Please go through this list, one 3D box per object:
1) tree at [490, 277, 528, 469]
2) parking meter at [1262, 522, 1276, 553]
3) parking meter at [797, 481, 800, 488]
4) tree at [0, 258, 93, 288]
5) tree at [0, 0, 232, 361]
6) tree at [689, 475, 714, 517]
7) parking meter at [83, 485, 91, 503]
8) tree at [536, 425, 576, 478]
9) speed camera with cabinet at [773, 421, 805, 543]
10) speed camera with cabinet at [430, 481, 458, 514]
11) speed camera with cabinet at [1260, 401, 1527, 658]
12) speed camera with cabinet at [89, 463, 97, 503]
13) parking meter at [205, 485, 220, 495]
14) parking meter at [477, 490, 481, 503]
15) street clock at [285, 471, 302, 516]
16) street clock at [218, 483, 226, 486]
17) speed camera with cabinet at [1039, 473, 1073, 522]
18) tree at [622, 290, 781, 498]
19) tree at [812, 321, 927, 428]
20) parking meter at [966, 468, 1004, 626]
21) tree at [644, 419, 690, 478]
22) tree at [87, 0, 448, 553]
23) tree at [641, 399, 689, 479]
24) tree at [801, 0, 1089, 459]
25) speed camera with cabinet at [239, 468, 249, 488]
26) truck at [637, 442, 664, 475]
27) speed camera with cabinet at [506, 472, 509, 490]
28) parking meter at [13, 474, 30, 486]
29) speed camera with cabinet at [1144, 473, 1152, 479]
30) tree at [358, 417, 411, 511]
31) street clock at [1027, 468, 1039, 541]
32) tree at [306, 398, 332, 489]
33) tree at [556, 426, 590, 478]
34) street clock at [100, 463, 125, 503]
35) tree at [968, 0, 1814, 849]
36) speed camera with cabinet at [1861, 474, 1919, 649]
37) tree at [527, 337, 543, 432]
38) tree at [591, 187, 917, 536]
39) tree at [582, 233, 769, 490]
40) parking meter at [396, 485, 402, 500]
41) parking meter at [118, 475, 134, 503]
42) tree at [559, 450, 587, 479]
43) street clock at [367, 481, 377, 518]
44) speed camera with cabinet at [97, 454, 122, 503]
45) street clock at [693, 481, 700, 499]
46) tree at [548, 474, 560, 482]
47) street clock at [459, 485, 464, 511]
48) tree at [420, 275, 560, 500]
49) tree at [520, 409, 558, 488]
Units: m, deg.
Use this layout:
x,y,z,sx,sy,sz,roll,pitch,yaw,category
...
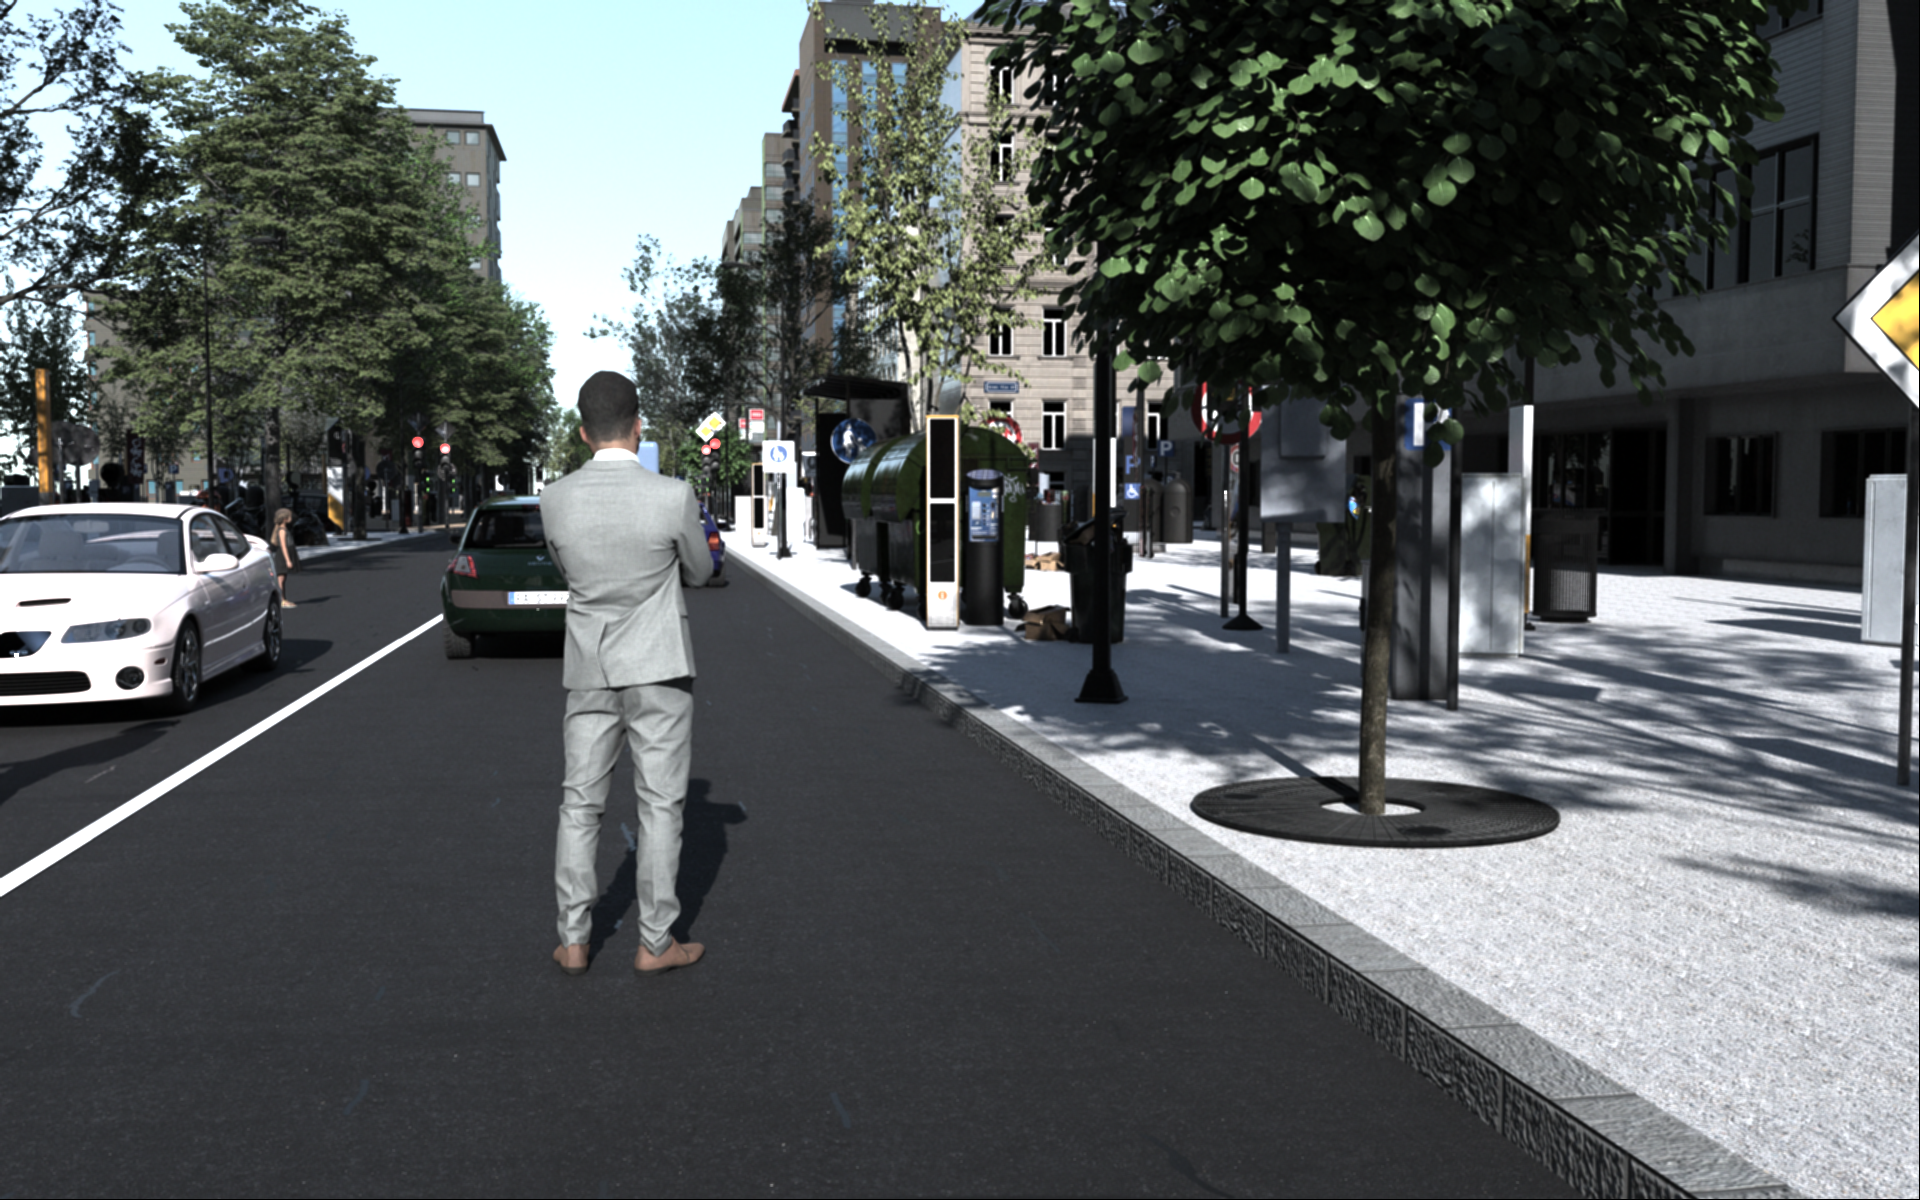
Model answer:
x,y,z,sx,sy,sz,roll,pitch,yaw,category
-22.212,-9.436,72.413,7.486,12.596,7.792,0,3,0,tree
6.692,-1.942,37.468,0.255,1.863,0.399,0,4,-1,parking meter
-6.380,-3.754,67.090,0.399,1.863,0.255,-1,4,-20,parking meter
-28.071,-6.258,52.686,4.737,8.622,4.395,0,3,0,tree
-13.579,-5.427,23.151,7.601,10.594,8.767,-1,4,-23,tree
-14.212,-6.149,95.140,1.663,3.219,1.824,0,3,0,tree
-56.141,-6.465,111.417,0.255,1.863,0.399,3,4,38,parking meter
-41.624,-13.925,178.032,4.737,8.622,4.395,0,3,0,tree
-4.595,-3.196,46.591,0.660,3.252,2.038,-1,4,-13,speed camera with cabinet
-33.150,-7.109,110.564,2.038,3.252,0.660,-2,4,-35,speed camera with cabinet
3.457,-1.196,13.894,2.038,3.252,0.660,1,4,11,speed camera with cabinet
-55.355,-7.135,110.986,0.660,3.252,2.038,-1,4,-17,speed camera with cabinet
-20.818,-2.437,48.264,0.372,1.533,0.369,0,3,0,parking meter
-29.682,-6.013,106.725,0.372,1.533,0.369,0,3,0,parking meter
-20.733,-3.021,53.958,0.358,2.002,0.471,2,4,28,street clock
-47.979,-6.612,112.672,0.471,2.002,0.358,1,4,8,street clock
4.008,-4.971,75.611,0.660,3.252,2.038,-3,5,-45,speed camera with cabinet
-15.783,-11.863,104.330,12.009,13.543,11.850,0,3,0,tree
-3.632,-7.485,72.748,4.360,8.622,3.978,0,3,0,tree
0.243,-0.524,16.977,0.372,1.533,0.369,0,3,0,parking meter
-25.232,-12.316,151.729,4.737,8.622,4.395,0,3,0,tree
-14.722,-7.329,37.962,7.486,12.596,7.792,0,3,0,tree
-34.698,-17.641,206.563,7.486,12.596,7.792,0,3,0,tree
-0.395,-4.520,24.268,4.737,8.622,4.395,0,3,0,tree
-48.740,-7.570,118.103,0.660,3.252,2.038,-2,4,-25,speed camera with cabinet
-15.444,-5.696,82.886,2.967,4.110,18.799,-1,4,-11,truck
-31.528,-7.732,120.759,0.660,3.252,2.038,0,4,-5,speed camera with cabinet
-26.900,-2.692,49.725,0.399,1.863,0.255,0,4,1,parking meter
7.881,-4.980,75.759,0.660,3.252,2.038,1,4,20,speed camera with cabinet
-43.927,-11.149,132.644,4.360,8.622,3.978,0,3,0,tree
1.983,-2.618,47.372,0.358,2.002,0.471,-1,4,-12,street clock
-40.008,-9.561,106.688,4.360,8.622,3.978,0,3,0,tree
-50.810,-18.199,231.964,7.601,10.594,8.767,-1,4,-11,tree
-19.674,-2.183,40.255,0.471,2.002,0.358,0,4,2,street clock
1.598,-1.410,6.775,4.285,4.588,4.351,0,3,0,tree
8.735,-1.251,14.789,2.038,3.252,0.660,-1,4,-20,speed camera with cabinet
-24.962,-10.448,88.954,7.486,12.596,7.792,0,3,0,tree
-5.363,-7.233,52.674,7.601,10.594,8.767,2,4,27,tree
-20.669,-16.577,126.928,12.611,20.169,13.585,0,3,0,tree
-36.966,-6.637,114.218,0.255,1.863,0.399,2,4,31,parking meter
-23.953,-2.695,49.774,0.399,1.863,0.255,-1,4,-20,parking meter
-59.615,-21.992,276.570,9.611,12.733,9.660,0,3,0,tree
-31.512,-5.398,92.832,0.471,2.002,0.358,-3,5,-44,street clock
-40.727,-5.470,83.762,0.660,3.252,2.038,0,4,1,speed camera with cabinet
-12.409,-4.707,81.522,0.358,2.002,0.471,1,4,8,street clock
-36.219,-9.761,154.197,1.663,3.219,1.824,0,3,0,tree
-38.180,-7.840,132.754,0.358,2.002,0.471,2,4,28,street clock
-27.350,-11.813,99.798,9.857,13.997,8.962,0,3,0,tree
-36.421,-12.142,148.881,4.360,8.622,3.978,0,3,0,tree
